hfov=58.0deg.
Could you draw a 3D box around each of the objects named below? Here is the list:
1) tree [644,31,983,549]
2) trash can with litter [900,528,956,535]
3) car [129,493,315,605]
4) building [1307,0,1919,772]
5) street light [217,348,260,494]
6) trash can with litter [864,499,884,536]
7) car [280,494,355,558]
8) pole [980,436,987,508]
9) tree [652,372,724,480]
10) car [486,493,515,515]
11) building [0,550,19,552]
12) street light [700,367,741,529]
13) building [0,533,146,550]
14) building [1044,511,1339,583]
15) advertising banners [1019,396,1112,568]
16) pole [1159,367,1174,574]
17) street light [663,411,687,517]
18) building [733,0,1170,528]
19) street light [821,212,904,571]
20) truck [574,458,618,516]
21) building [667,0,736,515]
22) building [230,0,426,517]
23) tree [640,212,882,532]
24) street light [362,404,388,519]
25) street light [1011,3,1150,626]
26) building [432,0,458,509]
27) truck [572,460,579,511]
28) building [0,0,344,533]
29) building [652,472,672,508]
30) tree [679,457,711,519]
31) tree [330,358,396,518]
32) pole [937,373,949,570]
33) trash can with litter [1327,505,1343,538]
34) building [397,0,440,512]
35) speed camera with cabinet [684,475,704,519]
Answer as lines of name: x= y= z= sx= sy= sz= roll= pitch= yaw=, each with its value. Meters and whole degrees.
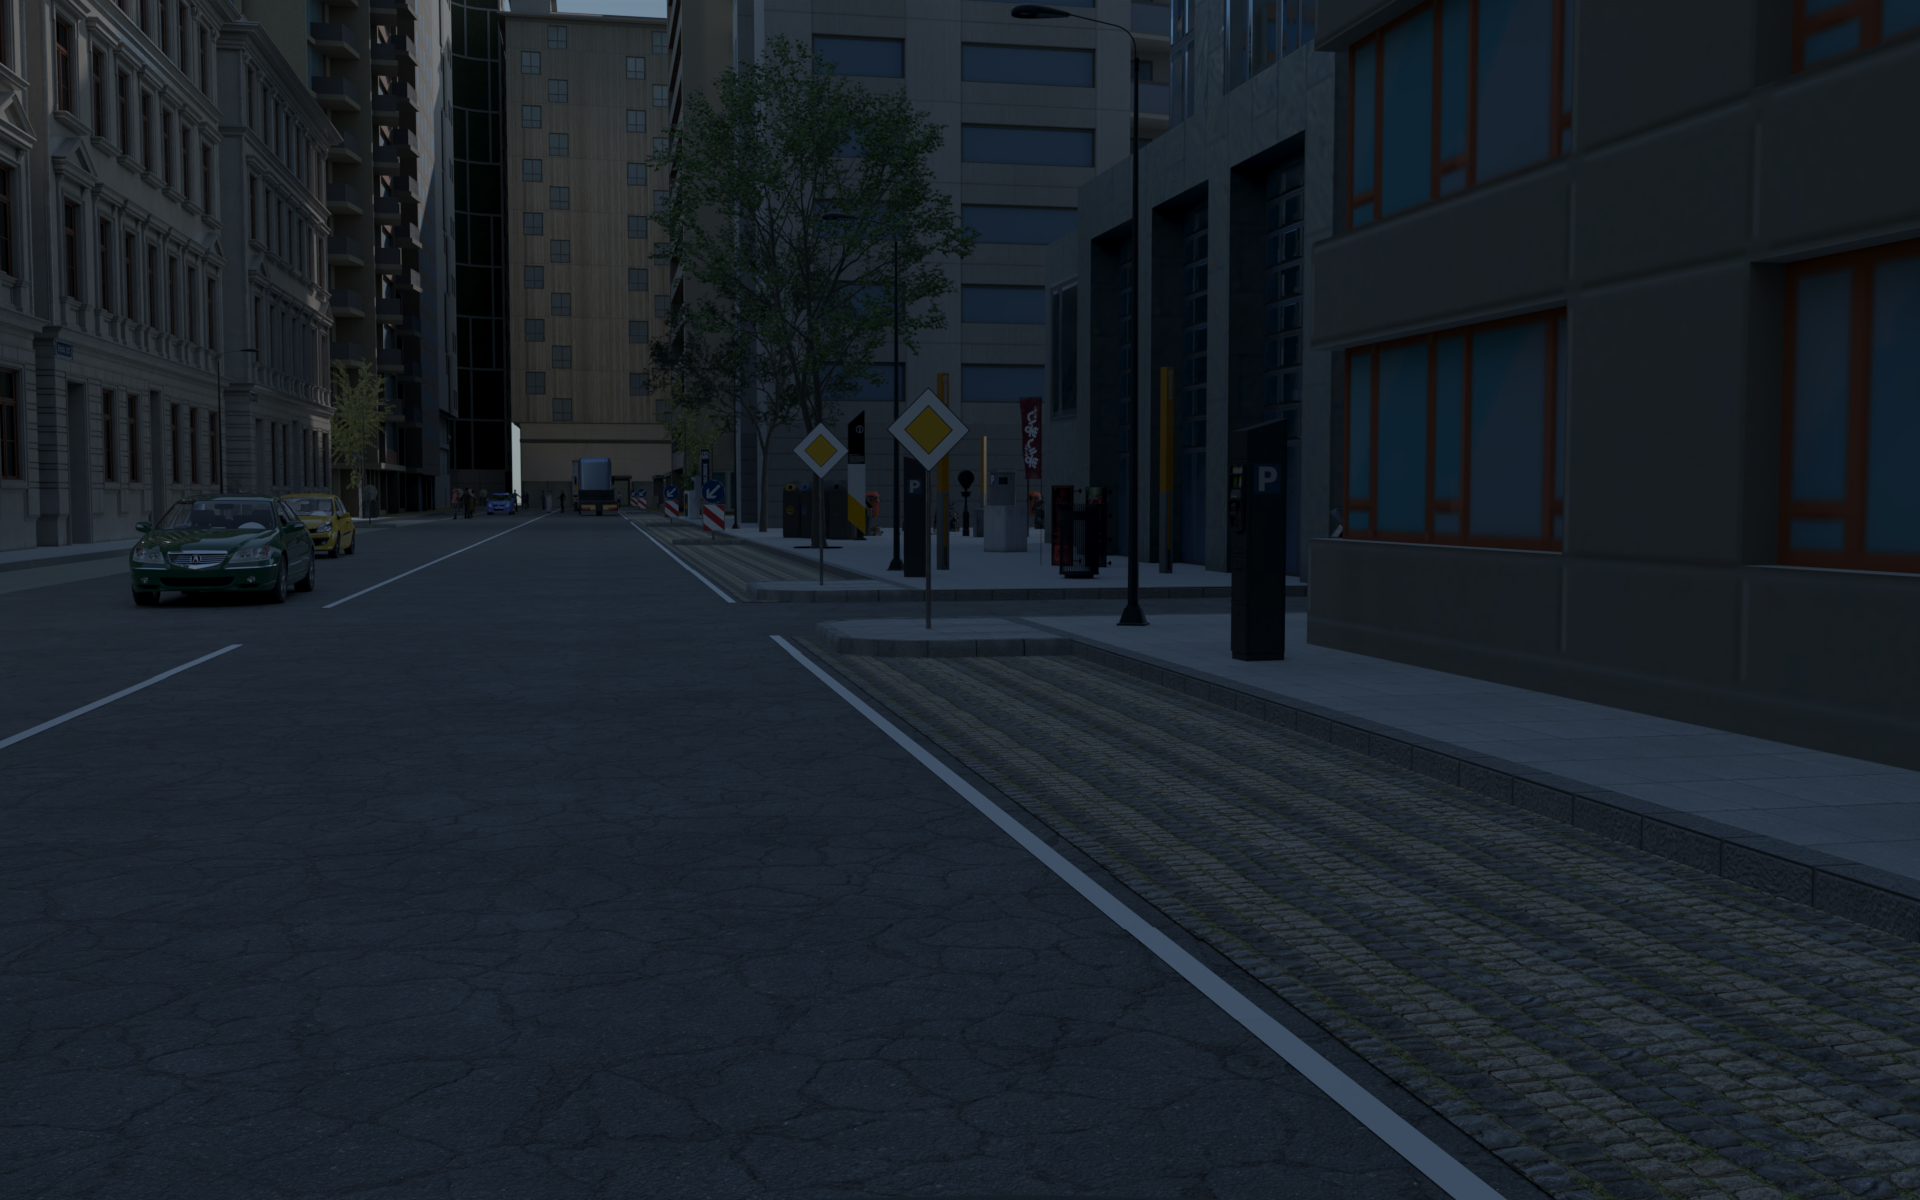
tree: x=-3.504 y=-7.018 z=40.499 sx=9.928 sy=11.665 sz=9.643 roll=0 pitch=3 yaw=0
trash can with litter: x=-1.145 y=-2.689 z=55.017 sx=1.678 sy=1.210 sz=2.233 roll=-1 pitch=4 yaw=-14
car: x=-10.101 y=-0.744 z=23.957 sx=2.131 sy=1.459 sz=4.920 roll=-1 pitch=4 yaw=-13
building: x=19.477 y=-9.657 z=2.939 sx=27.650 sy=21.520 sz=28.899 roll=-1 pitch=4 yaw=-12
street light: x=-23.013 y=-5.058 z=55.234 sx=1.470 sy=5.913 sz=1.316 roll=-1 pitch=4 yaw=-12
trash can with litter: x=-2.854 y=-2.554 z=53.150 sx=0.624 sy=1.170 sz=1.055 roll=2 pitch=4 yaw=35
car: x=-14.941 y=-1.798 z=39.624 sx=2.015 sy=1.641 sz=3.980 roll=-1 pitch=4 yaw=-12
pole: x=0.829 y=-4.119 z=61.183 sx=0.158 sy=3.312 sz=0.155 roll=0 pitch=3 yaw=0
tree: x=-16.044 y=-9.321 z=102.755 sx=4.737 sy=8.622 sz=4.395 roll=0 pitch=3 yaw=0
car: x=-31.901 y=-6.773 z=120.332 sx=1.945 sy=1.707 sz=3.694 roll=-1 pitch=4 yaw=-10
building: x=-24.491 y=-11.818 z=29.389 sx=11.583 sy=22.565 sz=21.152 roll=-1 pitch=4 yaw=-12
street light: x=-8.786 y=-5.563 z=63.499 sx=1.470 sy=5.913 sz=1.316 roll=-1 pitch=4 yaw=-12
building: x=-28.839 y=-13.082 z=50.050 sx=11.583 sy=22.565 sz=21.152 roll=-1 pitch=4 yaw=-12
building: x=18.026 y=-44.220 z=35.664 sx=31.000 sy=86.520 sz=22.319 roll=-1 pitch=4 yaw=-12
advertising banners: x=1.845 y=-2.115 z=30.767 sx=2.074 sy=3.025 sz=0.090 roll=3 pitch=5 yaw=42
pole: x=3.334 y=-2.086 z=27.953 sx=0.158 sy=3.312 sz=0.155 roll=0 pitch=3 yaw=0
street light: x=-15.991 y=-7.647 z=97.565 sx=1.470 sy=5.913 sz=1.316 roll=-1 pitch=4 yaw=-12
building: x=0.220 y=-32.820 z=78.600 sx=21.231 sy=58.520 sz=28.212 roll=-1 pitch=4 yaw=-12
street light: x=-1.594 y=-3.441 z=28.810 sx=1.470 sy=5.913 sz=1.316 roll=-1 pitch=4 yaw=-12
truck: x=-25.645 y=-8.098 z=122.153 sx=2.967 sy=4.110 sz=18.799 roll=-1 pitch=4 yaw=-13
building: x=-8.447 y=-30.161 z=116.830 sx=21.300 sy=48.544 sz=21.600 roll=-1 pitch=4 yaw=-12
building: x=-45.401 y=-27.633 z=106.422 sx=22.147 sy=44.769 sz=28.867 roll=-1 pitch=4 yaw=-12
tree: x=-6.689 y=-7.551 z=57.873 sx=8.767 sy=10.594 sz=7.601 roll=0 pitch=4 yaw=1
street light: x=-30.199 y=-7.148 z=89.412 sx=1.470 sy=5.913 sz=1.316 roll=-1 pitch=4 yaw=-12
street light: x=1.165 y=-2.700 z=16.690 sx=1.470 sy=5.913 sz=1.316 roll=-1 pitch=4 yaw=-12
building: x=-58.760 y=-34.401 z=151.693 sx=27.495 sy=52.752 sz=28.713 roll=-1 pitch=4 yaw=-12
truck: x=-31.676 y=-9.706 z=147.602 sx=2.839 sy=4.237 sz=11.283 roll=-1 pitch=4 yaw=-12
building: x=-32.846 y=-14.385 z=71.356 sx=11.583 sy=22.565 sz=21.152 roll=-1 pitch=4 yaw=-12
building: x=-12.804 y=-28.870 z=163.913 sx=32.217 sy=40.220 sz=23.993 roll=-1 pitch=4 yaw=-12
tree: x=-13.861 y=-5.863 z=90.464 sx=1.663 sy=3.219 sz=1.824 roll=0 pitch=3 yaw=0
tree: x=-32.357 y=-8.696 z=92.535 sx=4.737 sy=8.622 sz=4.395 roll=0 pitch=3 yaw=0
pole: x=-0.289 y=-2.166 z=29.252 sx=0.158 sy=3.312 sz=0.155 roll=0 pitch=3 yaw=0
trash can with litter: x=4.173 y=-0.366 z=17.371 sx=0.624 sy=1.170 sz=1.055 roll=-2 pitch=4 yaw=-27
building: x=-46.762 y=-29.266 z=128.614 sx=14.600 sy=45.320 sz=14.200 roll=-1 pitch=4 yaw=-12
speed camera with cabinet: x=-13.501 y=-5.733 z=88.068 sx=0.660 sy=3.252 sz=2.038 roll=-2 pitch=4 yaw=-24
